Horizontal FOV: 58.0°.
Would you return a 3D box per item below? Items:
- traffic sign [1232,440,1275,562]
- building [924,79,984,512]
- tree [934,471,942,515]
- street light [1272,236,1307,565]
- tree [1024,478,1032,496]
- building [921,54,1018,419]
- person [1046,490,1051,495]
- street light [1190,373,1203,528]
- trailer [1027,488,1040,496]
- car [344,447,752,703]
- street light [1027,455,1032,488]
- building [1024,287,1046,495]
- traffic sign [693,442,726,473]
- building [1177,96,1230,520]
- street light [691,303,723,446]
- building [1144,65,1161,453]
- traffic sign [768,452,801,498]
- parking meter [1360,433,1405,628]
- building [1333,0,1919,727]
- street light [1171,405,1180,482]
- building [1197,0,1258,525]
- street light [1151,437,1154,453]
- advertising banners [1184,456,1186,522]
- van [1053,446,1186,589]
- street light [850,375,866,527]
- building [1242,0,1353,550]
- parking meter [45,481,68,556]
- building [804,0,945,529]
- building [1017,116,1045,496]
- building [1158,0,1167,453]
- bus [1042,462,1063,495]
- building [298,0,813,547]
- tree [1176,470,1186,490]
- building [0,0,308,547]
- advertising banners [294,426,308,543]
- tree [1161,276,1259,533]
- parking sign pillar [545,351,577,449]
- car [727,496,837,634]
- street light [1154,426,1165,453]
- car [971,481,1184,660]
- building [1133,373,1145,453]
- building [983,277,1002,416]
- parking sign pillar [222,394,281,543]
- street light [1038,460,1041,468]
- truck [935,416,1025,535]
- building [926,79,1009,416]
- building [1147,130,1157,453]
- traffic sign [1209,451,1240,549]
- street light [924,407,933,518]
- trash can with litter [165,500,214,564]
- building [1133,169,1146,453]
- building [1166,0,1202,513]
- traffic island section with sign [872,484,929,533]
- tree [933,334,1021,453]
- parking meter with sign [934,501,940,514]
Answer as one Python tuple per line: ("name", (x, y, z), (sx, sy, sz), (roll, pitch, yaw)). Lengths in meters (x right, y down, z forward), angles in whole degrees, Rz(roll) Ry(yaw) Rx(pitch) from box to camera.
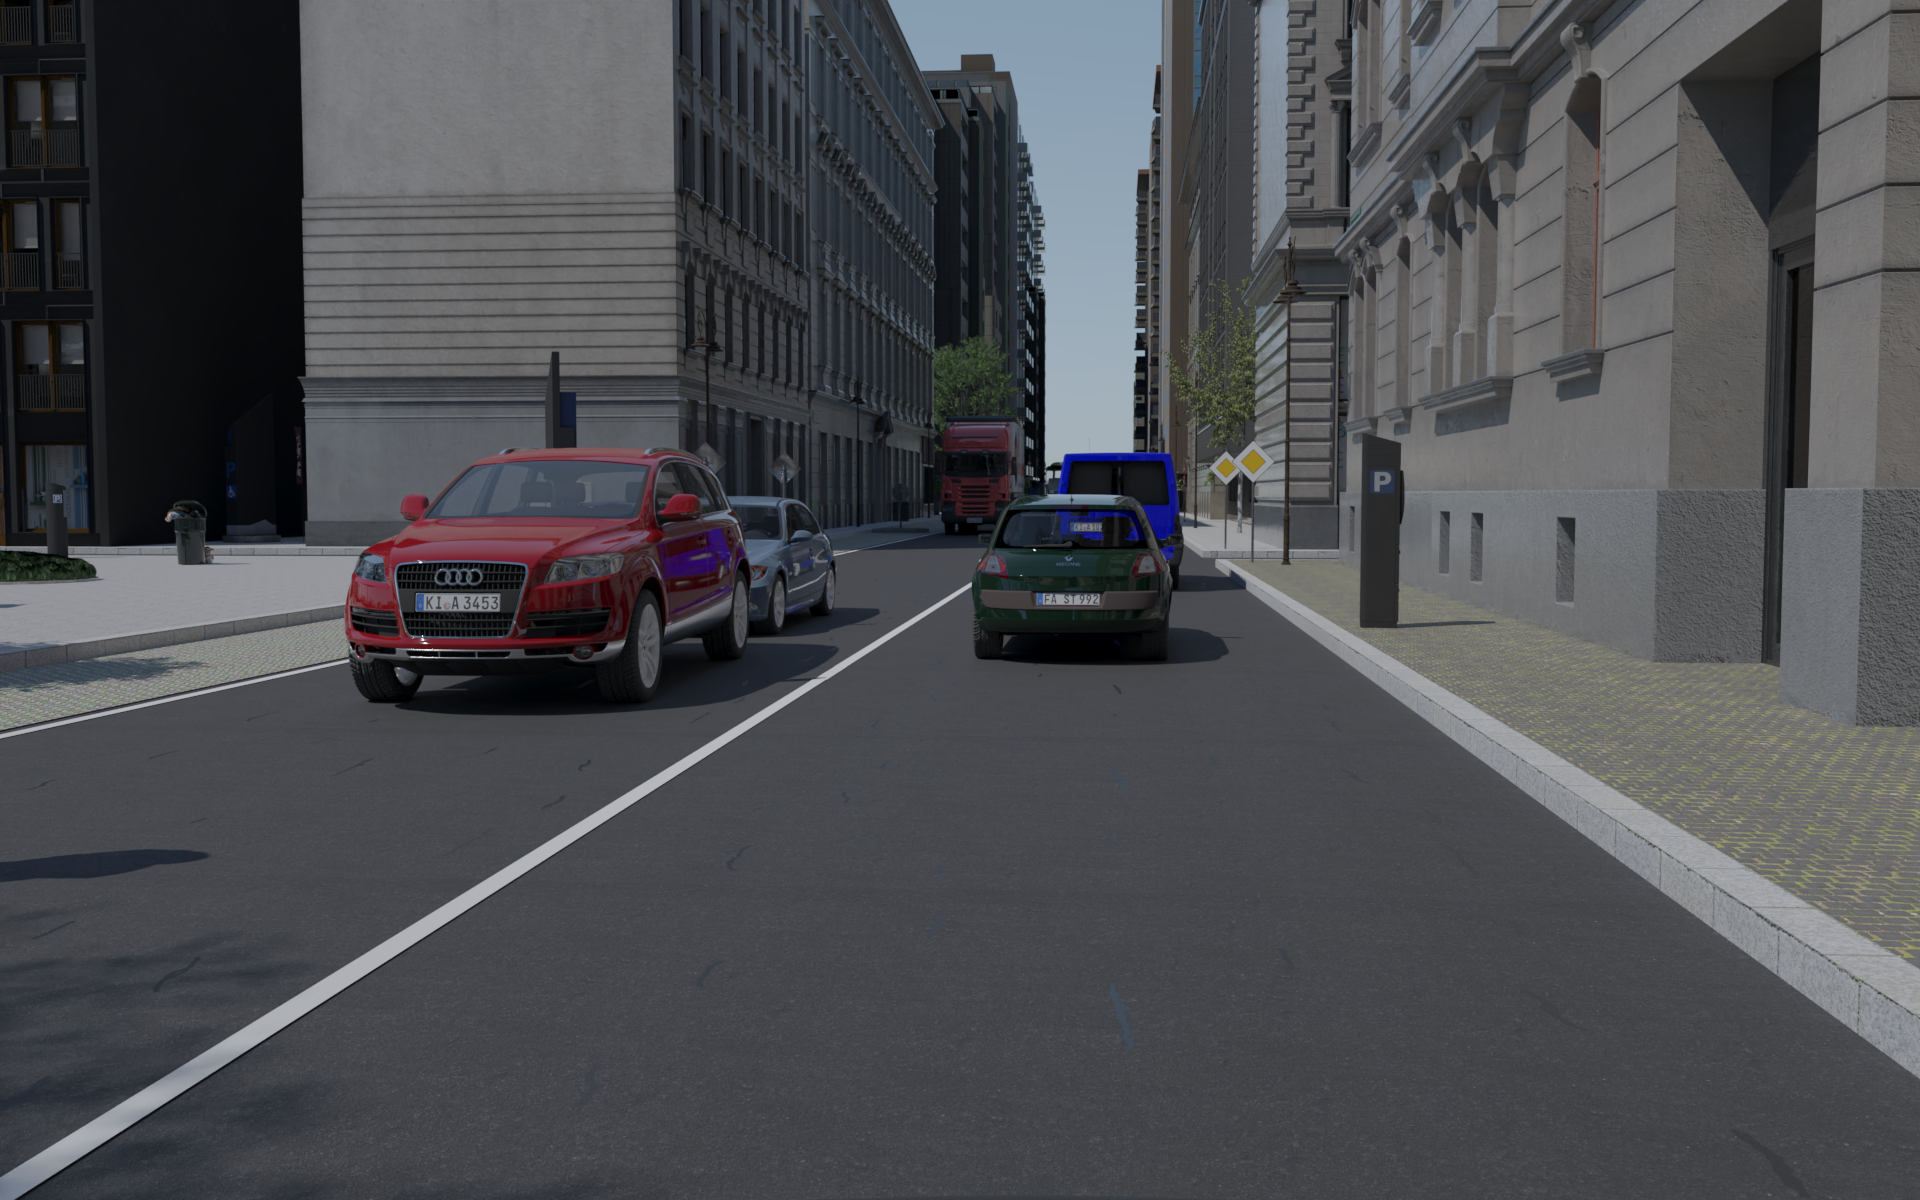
("traffic sign", (5.490, -1.764, 32.478), (0.795, 2.450, 0.064), (0, 4, 5))
("building", (-5.792, -21.573, 124.415), (14.160, 30.474, 14.107), (0, 4, 5))
("tree", (-1.595, -6.735, 104.723), (1.663, 3.219, 1.824), (0, 3, 0))
("street light", (5.923, -3.578, 31.281), (0.468, 5.910, 1.993), (0, 4, 5))
("tree", (7.370, -12.069, 191.930), (1.663, 3.219, 1.824), (0, 3, 0))
("building", (-1.281, -32.487, 181.267), (14.600, 45.320, 14.200), (0, 4, 5))
("person", (6.004, -6.658, 118.075), (1.217, 1.735, 0.721), (-1, 4, -9))
("street light", (8.865, -5.641, 65.018), (0.468, 5.910, 1.993), (0, 4, 5))
("trailer", (6.646, -9.189, 157.284), (1.471, 1.999, 3.904), (0, 4, 6))
("car", (-3.009, -0.303, 13.632), (2.281, 1.827, 5.304), (0, 4, 4))
("street light", (8.083, -13.946, 200.796), (0.468, 5.910, 1.993), (0, 4, 5))
("building", (4.480, -28.538, 238.293), (14.160, 30.474, 14.107), (0, 4, 5))
("traffic sign", (-4.911, -1.822, 33.428), (0.795, 2.450, 0.064), (0, 4, 5))
("building", (21.025, -16.285, 99.551), (16.112, 22.955, 30.059), (0, 4, 5))
("street light", (-6.134, -4.242, 42.152), (0.468, 5.910, 1.993), (0, 4, 5))
("building", (30.427, -31.836, 175.136), (22.147, 44.769, 28.867), (0, 4, 5))
("traffic sign", (-4.197, -2.308, 41.381), (0.795, 2.450, 0.064), (0, 4, 5))
("parking meter", (4.056, -0.668, 16.632), (0.399, 1.863, 0.255), (1, 4, 11))
("building", (12.128, -14.178, 19.201), (14.401, 28.519, 23.554), (0, 4, 5))
("street light", (11.197, -7.158, 89.825), (0.468, 5.910, 1.993), (0, 4, 5))
("building", (17.626, -17.071, 72.612), (14.314, 27.812, 24.014), (0, 4, 5))
("street light", (15.695, -10.272, 140.737), (0.468, 5.910, 1.993), (0, 4, 5))
("advertising banners", (10.473, -5.169, 80.694), (0.090, 3.025, 2.074), (1, 4, 9))
("van", (2.546, -1.433, 27.810), (2.240, 2.365, 5.245), (0, 4, 6))
("street light", (-3.962, -5.785, 67.377), (0.468, 5.910, 1.993), (0, 4, 5))
("building", (17.127, -13.109, 43.213), (19.941, 23.489, 11.050), (0, 4, 5))
("parking meter", (-18.110, -1.610, 34.729), (0.372, 1.533, 0.369), (0, 3, 0))
("building", (-11.074, -18.645, 81.256), (17.030, 29.872, 44.131), (0, 4, 5))
("building", (-2.341, -36.450, 215.566), (23.786, 49.044, 30.456), (0, 4, 5))
("building", (27.400, -36.912, 145.512), (21.231, 58.520, 28.212), (0, 4, 5))
("bus", (8.186, -8.784, 135.161), (2.896, 3.916, 12.252), (0, 4, 6))
("building", (-10.562, -12.298, 50.216), (9.793, 20.994, 18.267), (0, 4, 5))
("tree", (14.417, -7.580, 118.532), (1.663, 3.219, 1.824), (0, 3, 0))
("building", (-27.927, -13.357, 48.060), (15.834, 23.373, 12.332), (0, 4, 5))
("advertising banners", (-17.257, -3.038, 45.865), (0.090, 3.025, 2.074), (0, 4, -3))
("tree", (9.054, -6.534, 57.186), (4.737, 8.622, 4.395), (0, 3, 0))
("parking sign pillar", (-7.728, -2.752, 33.475), (1.447, 3.967, 1.447), (-1, 4, -20))
("car", (-2.523, -0.446, 19.292), (2.014, 1.417, 4.499), (0, 4, 7))
("street light", (13.324, -8.689, 114.853), (0.468, 5.910, 1.993), (0, 4, 5))
("car", (1.118, -0.404, 16.398), (2.009, 1.686, 4.222), (0, 4, 6))
("building", (39.884, -25.291, 258.553), (27.650, 21.520, 28.899), (0, 4, 5))
("building", (-11.223, -18.459, 146.837), (27.650, 21.520, 28.899), (0, 4, 5))
("parking sign pillar", (-18.904, -3.526, 46.117), (1.447, 3.967, 1.447), (2, 4, 25))
("street light", (10.310, -15.463, 225.612), (0.468, 5.910, 1.993), (0, 4, 5))
("truck", (0.912, -4.618, 64.412), (2.839, 4.237, 11.283), (0, 4, 5))
("building", (-2.726, -29.576, 167.169), (14.154, 41.232, 14.086), (0, 4, 5))
("building", (29.494, -34.011, 206.198), (14.600, 45.320, 14.200), (0, 4, 5))
("traffic sign", (6.203, -2.250, 40.431), (0.795, 2.450, 0.064), (0, 4, 5))
("street light", (-1.657, -7.309, 92.285), (0.468, 5.910, 1.993), (0, 4, 5))
("trash can with litter", (-14.043, -1.239, 31.647), (0.624, 1.170, 1.055), (-1, 4, -9))
("building", (34.151, -35.094, 228.405), (22.147, 44.769, 28.867), (0, 4, 5))
("building", (21.963, -29.054, 125.149), (14.600, 45.320, 14.200), (0, 4, 5))
("traffic island section with sign", (-2.185, -3.403, 64.260), (1.989, 1.847, 2.006), (0, 4, 5))
("tree", (0.296, -11.418, 112.443), (9.928, 11.665, 9.643), (0, 3, 0))
("parking meter with sign", (-2.123, -6.761, 106.809), (1.738, 3.016, 0.543), (0, 4, 5))
